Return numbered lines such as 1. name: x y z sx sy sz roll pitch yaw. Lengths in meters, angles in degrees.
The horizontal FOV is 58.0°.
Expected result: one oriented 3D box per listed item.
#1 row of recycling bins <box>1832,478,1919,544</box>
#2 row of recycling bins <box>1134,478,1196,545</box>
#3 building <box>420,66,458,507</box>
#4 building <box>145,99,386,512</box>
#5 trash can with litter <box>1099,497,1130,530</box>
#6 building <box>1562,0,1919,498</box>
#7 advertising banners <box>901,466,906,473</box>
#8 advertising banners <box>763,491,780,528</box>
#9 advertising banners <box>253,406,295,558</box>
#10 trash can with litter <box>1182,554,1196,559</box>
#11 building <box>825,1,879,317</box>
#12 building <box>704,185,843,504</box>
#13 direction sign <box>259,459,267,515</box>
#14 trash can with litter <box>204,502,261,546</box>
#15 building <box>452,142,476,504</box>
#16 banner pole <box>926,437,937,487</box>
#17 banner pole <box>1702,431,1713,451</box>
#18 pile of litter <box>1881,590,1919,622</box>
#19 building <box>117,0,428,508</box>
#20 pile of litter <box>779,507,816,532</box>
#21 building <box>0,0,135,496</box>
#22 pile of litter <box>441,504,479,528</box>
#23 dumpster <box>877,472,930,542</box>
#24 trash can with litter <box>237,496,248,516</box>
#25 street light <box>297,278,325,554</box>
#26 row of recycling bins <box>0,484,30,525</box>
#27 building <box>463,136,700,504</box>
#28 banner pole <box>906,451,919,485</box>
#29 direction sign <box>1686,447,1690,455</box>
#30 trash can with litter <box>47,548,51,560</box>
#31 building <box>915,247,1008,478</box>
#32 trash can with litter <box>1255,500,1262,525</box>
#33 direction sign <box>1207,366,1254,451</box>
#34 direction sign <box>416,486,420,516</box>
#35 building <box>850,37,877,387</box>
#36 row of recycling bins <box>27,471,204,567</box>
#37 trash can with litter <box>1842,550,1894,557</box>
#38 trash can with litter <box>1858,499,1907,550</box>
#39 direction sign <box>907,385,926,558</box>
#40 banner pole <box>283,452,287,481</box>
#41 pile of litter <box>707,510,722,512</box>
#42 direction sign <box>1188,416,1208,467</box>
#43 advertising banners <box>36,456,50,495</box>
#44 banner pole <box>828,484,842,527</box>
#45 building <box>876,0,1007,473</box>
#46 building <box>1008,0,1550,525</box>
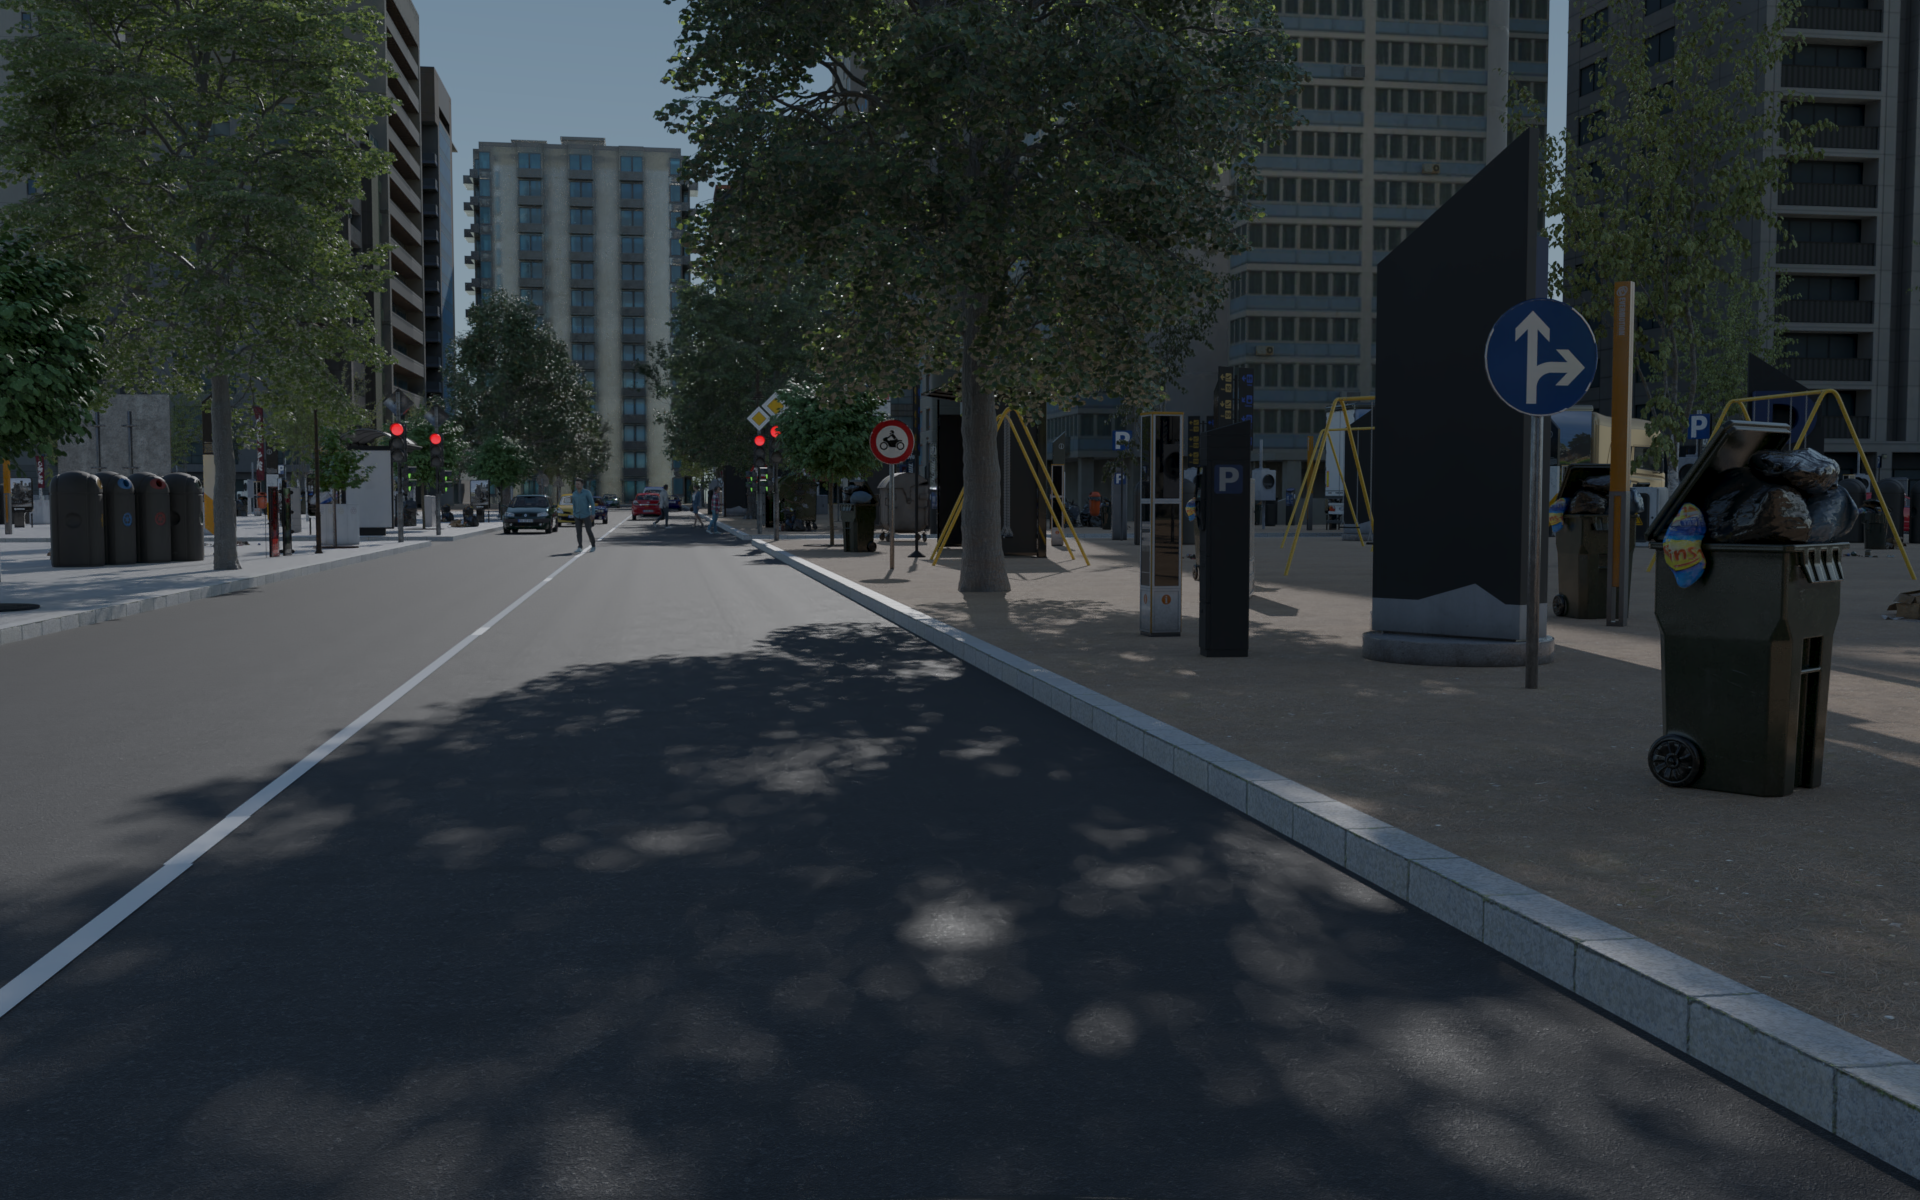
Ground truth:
1. row of recycling bins: 23.886 -2.346 45.476 3.534 1.692 1.069 2 4 29
2. row of recycling bins: 5.990 -2.273 44.272 3.534 1.692 1.069 -2 4 -33
3. building: -60.029 -32.274 177.789 14.200 45.320 14.600 -1 4 -10
4. building: -51.939 -21.971 130.928 14.160 30.474 14.107 -1 4 -10
5. trash can with litter: 5.569 -3.108 62.204 1.055 1.170 0.624 0 4 -6
6. building: 46.068 -39.795 88.898 20.611 71.187 20.563 -1 4 -10
7. advertising banners: -3.082 -6.974 110.217 0.090 3.025 2.074 3 4 36
8. advertising banners: -6.572 -4.278 66.127 2.074 3.025 0.090 -2 4 -31
9. advertising banners: -13.968 -2.388 35.237 0.090 3.025 2.074 0 4 -2
10. trash can with litter: 4.884 -1.432 34.467 2.233 1.210 1.678 -1 4 -12
11. building: 1.319 -36.225 181.512 28.713 52.752 27.495 -1 4 -10
12. building: -20.977 -35.716 238.585 28.867 44.769 22.147 -1 4 -10
13. direction sign: -42.378 -6.955 105.718 0.876 3.537 0.379 1 4 15
14. trash can with litter: -18.289 -1.954 43.013 1.678 1.210 2.233 -1 4 -13
15. building: -80.212 -39.260 231.137 27.495 52.752 28.713 -1 4 -10
16. banner pole: -1.270 -5.232 75.566 0.401 3.779 0.863 -3 5 -40
17. banner pole: 25.955 -4.310 60.489 0.401 3.779 0.863 -2 4 -35
18. pile of litter: 10.184 -0.244 17.962 1.719 0.858 1.176 -1 4 -23
19. building: -58.227 -32.049 147.703 21.300 48.544 21.600 -1 4 -10
20. pile of litter: -5.772 -2.791 59.593 1.719 0.858 1.176 3 4 36
21. building: -94.291 -38.278 167.845 28.212 58.520 21.231 -1 4 -10
22. pile of litter: -19.355 -3.261 67.280 1.176 0.858 1.719 2 4 24
23. dumpster: -1.524 -2.529 47.110 1.264 1.857 1.865 -1 4 -10
24. trash can with litter: -42.026 -5.509 101.463 0.624 1.170 1.055 -1 4 -21
25. street light: -13.824 -3.938 37.167 0.468 5.910 1.993 -1 4 -10
26. row of recycling bins: -40.588 -4.021 72.854 1.069 1.692 3.534 1 4 12
27. building: -50.827 -37.635 234.942 30.456 49.044 23.786 -1 4 -10
28. banner pole: -2.270 -5.831 85.361 0.863 3.779 0.401 1 4 11
29. direction sign: 34.999 -5.588 83.354 0.379 3.537 0.876 1 4 15
30. trash can with litter: -17.454 -1.368 33.754 1.055 1.170 0.624 2 4 33
31. building: 12.622 -16.854 120.598 27.650 21.520 28.899 -1 4 -10
32. trash can with litter: 11.960 -3.631 70.749 0.624 1.170 1.055 3 4 38
33. direction sign: 4.922 -2.384 30.970 0.876 3.537 0.379 -3 4 -37
34. direction sign: -32.499 -6.822 103.532 0.876 3.537 0.379 1 4 22
35. building: -2.422 -31.184 159.971 14.600 45.320 14.200 -1 4 -10
36. row of recycling bins: -15.342 -1.517 31.916 1.069 1.692 3.534 1 4 13
37. trash can with litter: 17.928 -1.500 35.582 2.233 1.210 1.678 2 4 34
38. trash can with litter: 21.419 -1.765 40.240 1.055 1.170 0.624 -1 4 -20
39. direction sign: -0.879 -2.632 35.028 0.379 3.537 0.876 0 4 6
40. banner pole: -39.339 -6.787 100.982 0.401 3.779 0.863 -2 4 -31
41. pile of litter: -17.460 -6.725 123.916 1.176 0.858 1.719 -1 4 -19
42. direction sign: 7.042 -3.561 50.226 0.876 3.537 0.379 1 4 10
43. advertising banners: -41.840 -5.121 79.909 0.090 3.025 2.074 1 4 14
44. banner pole: -4.889 -4.684 66.592 0.401 3.779 0.863 -1 4 -10
45. building: -0.205 -28.261 145.660 14.154 41.232 14.086 -1 4 -10
46. building: 15.725 -24.196 87.482 23.993 40.220 32.217 -1 4 -10
